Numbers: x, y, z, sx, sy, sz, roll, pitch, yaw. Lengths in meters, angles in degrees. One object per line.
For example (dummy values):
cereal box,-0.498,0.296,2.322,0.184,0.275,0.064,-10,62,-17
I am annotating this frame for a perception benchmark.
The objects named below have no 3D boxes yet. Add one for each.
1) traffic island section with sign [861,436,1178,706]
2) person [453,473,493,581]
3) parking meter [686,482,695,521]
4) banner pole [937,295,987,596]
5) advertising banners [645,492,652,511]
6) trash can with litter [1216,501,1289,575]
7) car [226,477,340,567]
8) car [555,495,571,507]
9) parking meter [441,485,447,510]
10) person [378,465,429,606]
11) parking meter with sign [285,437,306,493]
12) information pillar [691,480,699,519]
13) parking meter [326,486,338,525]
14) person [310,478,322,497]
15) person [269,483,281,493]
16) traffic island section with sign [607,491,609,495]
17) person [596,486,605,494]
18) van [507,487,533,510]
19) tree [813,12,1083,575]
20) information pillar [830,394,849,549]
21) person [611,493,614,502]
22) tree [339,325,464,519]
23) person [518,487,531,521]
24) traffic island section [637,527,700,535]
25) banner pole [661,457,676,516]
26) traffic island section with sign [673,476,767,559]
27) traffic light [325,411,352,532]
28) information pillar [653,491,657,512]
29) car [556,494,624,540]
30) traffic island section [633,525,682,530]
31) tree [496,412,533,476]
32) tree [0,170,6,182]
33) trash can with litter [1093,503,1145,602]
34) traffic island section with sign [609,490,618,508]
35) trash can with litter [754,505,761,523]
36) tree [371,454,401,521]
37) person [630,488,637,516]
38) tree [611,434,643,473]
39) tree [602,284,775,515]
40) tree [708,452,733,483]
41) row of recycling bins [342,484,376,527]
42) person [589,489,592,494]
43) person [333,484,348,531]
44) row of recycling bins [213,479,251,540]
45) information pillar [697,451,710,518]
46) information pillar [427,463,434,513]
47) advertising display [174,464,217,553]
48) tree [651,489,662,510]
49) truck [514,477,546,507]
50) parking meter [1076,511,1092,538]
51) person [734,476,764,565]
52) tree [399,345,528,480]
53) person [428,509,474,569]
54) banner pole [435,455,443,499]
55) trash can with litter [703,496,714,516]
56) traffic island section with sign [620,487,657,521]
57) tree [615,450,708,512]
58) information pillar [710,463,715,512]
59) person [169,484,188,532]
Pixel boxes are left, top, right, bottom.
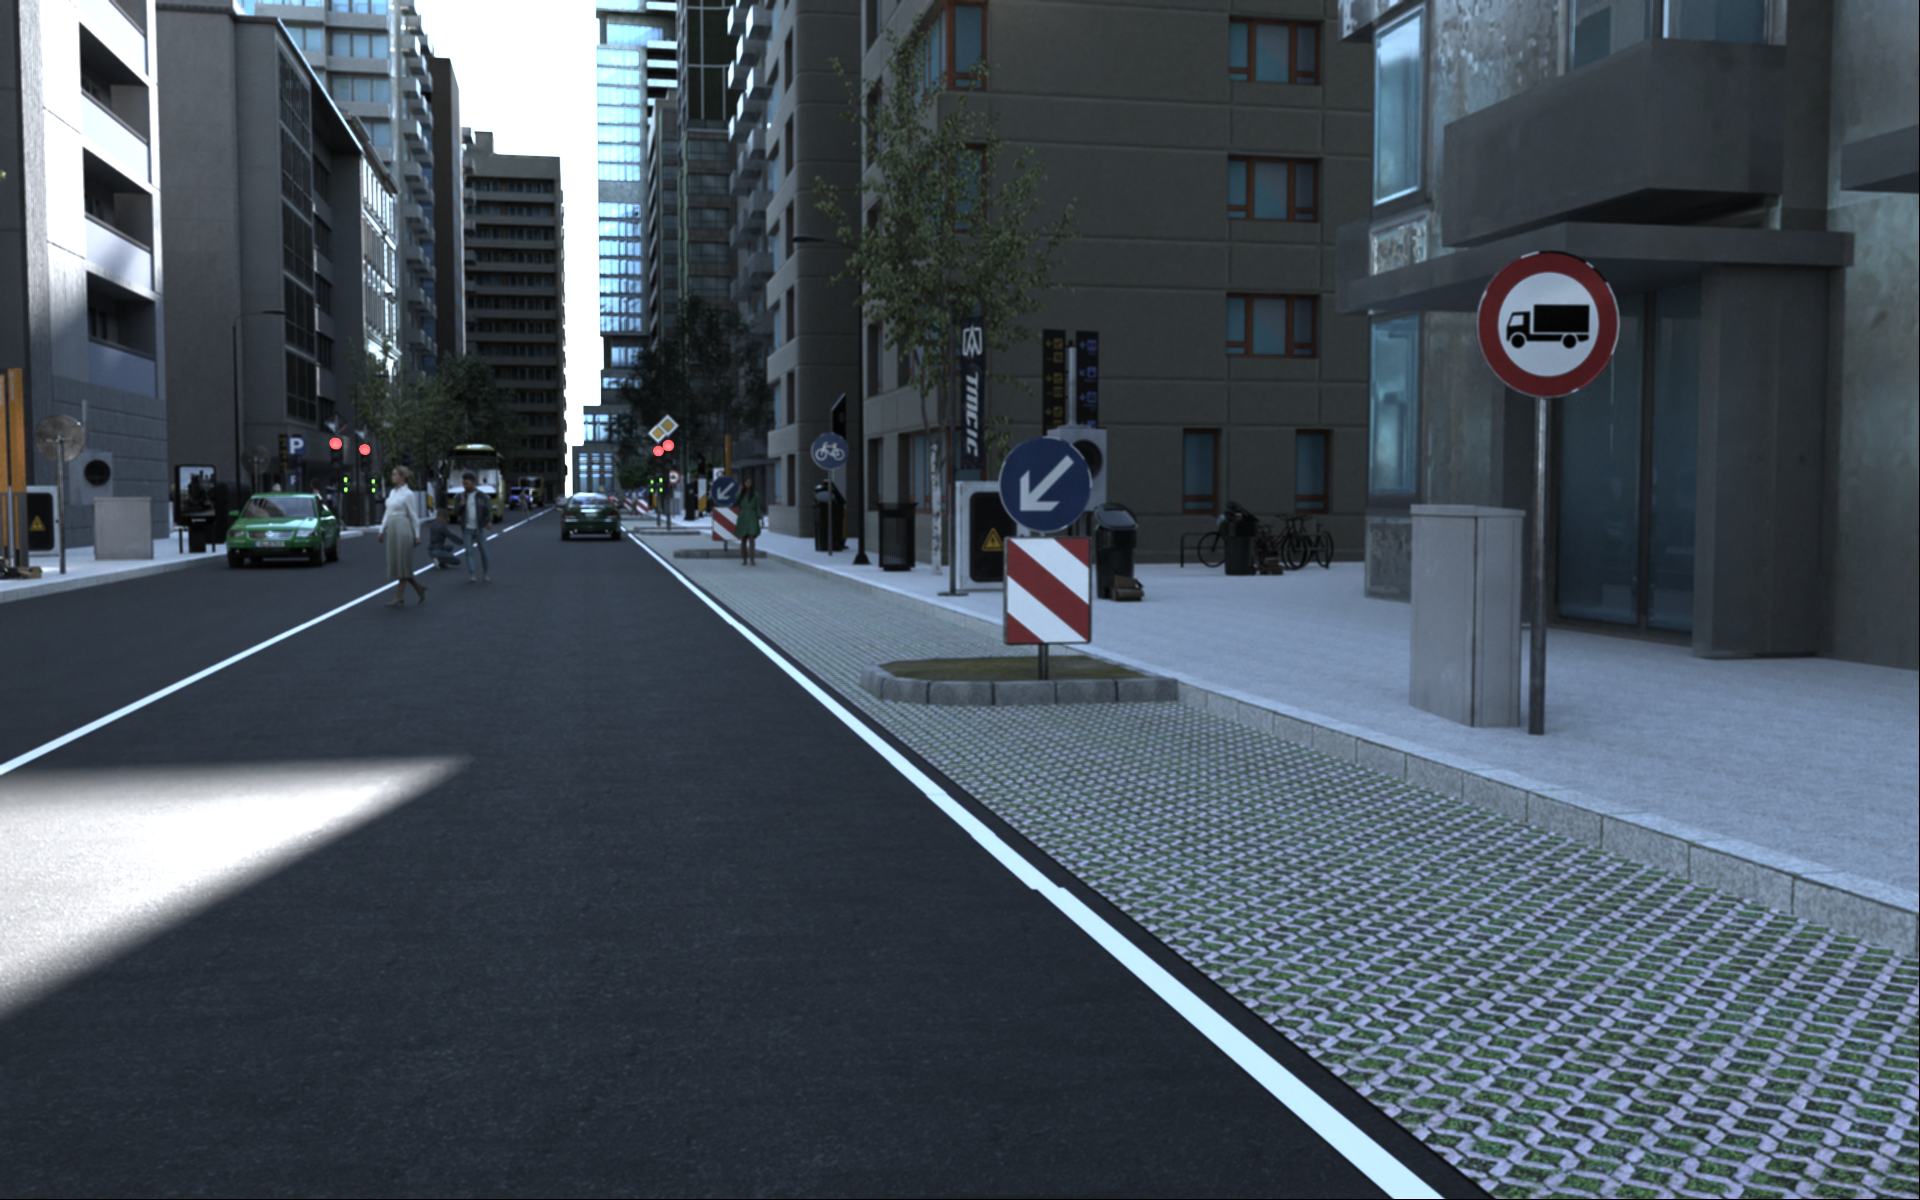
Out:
traffic island section with sign,0.324,-0.244,12.617,1.989,1.847,2.006,-1,4,-12
person,-8.004,-1.202,28.494,0.623,1.781,0.721,-1,4,-19
parking meter,-12.965,-4.743,83.264,0.399,1.863,0.255,-2,4,-23
banner pole,0.054,-1.936,21.667,0.401,3.779,0.863,-3,5,-39
advertising banners,-24.112,-8.481,134.849,0.090,3.025,2.074,-2,4,-34
trash can with litter,4.651,-0.986,27.515,1.055,1.170,0.624,-1,4,-12
car,-13.810,-1.630,35.443,1.959,1.807,4.718,-1,4,-14
car,-40.336,-10.060,176.848,2.083,1.381,4.827,-1,4,-14
parking meter,-32.359,-6.294,108.621,0.255,1.863,0.399,1,4,14
person,-7.158,-0.832,22.334,0.641,1.798,0.478,-3,5,-43
parking meter with sign,-20.637,-3.513,53.699,0.543,3.016,1.738,-2,4,-26
information pillar,-13.400,-5.083,87.606,0.304,2.012,0.304,-2,4,-25
parking meter,-20.925,-3.016,57.717,0.372,1.533,0.369,0,3,0
person,-16.204,-2.136,43.428,0.388,1.821,0.555,-2,4,-33
person,-23.784,-3.152,60.226,0.537,1.800,0.526,-1,4,-15
traffic island section with sign,-33.668,-9.768,168.331,1.989,1.847,2.006,-1,4,-12
person,-15.659,-4.091,75.573,0.537,1.800,0.526,1,4,13
van,-39.771,-9.320,156.773,2.240,2.365,5.245,-1,4,-12
tree,-0.320,-4.684,26.943,4.737,8.622,4.395,0,3,0
information pillar,-2.827,-2.997,40.348,0.183,3.616,0.504,3,4,36
person,-27.148,-7.594,135.257,0.503,1.515,0.523,2,4,32
tree,-25.201,-7.690,76.095,4.737,8.622,4.395,0,3,0
person,-23.022,-5.061,91.582,0.599,1.781,0.374,1,4,21
traffic island section,-10.253,-2.375,61.108,2.009,0.180,2.903,-1,4,-12
banner pole,-17.059,-6.828,101.658,0.863,3.779,0.401,0,4,7
traffic island section with sign,-5.454,-1.864,39.099,1.989,1.847,2.006,-1,4,-12
traffic light,-21.050,-4.264,58.630,0.839,4.253,0.868,-1,4,-12
information pillar,-21.355,-7.960,121.498,0.183,3.616,0.504,3,4,37
car,-11.748,-2.648,55.086,2.131,1.459,4.920,-1,4,-12
traffic island section,-11.956,-2.852,68.910,2.009,0.180,2.903,-1,4,-12
tree,-56.914,-17.712,215.353,9.928,11.665,9.643,0,3,0
tree,-13.153,-4.266,20.118,4.360,8.622,3.978,0,3,0
trash can with litter,2.003,-0.592,21.070,0.624,1.170,1.055,-1,4,-12
traffic island section with sign,-23.036,-6.791,119.657,1.989,1.847,2.006,-1,4,-12
trash can with litter,-8.819,-3.735,72.460,1.055,1.170,0.624,3,5,39
tree,-27.287,-5.375,82.486,1.663,3.219,1.824,0,3,0
person,-20.858,-6.240,110.747,0.641,1.798,0.478,3,4,36
tree,-40.081,-15.807,208.800,4.360,8.622,3.978,0,3,0
tree,-11.183,-8.761,77.649,7.601,10.594,8.767,0,4,1
tree,-18.455,-8.816,127.856,4.285,4.588,4.351,0,3,0
row of recycling bins,-24.006,-3.805,69.318,1.069,1.692,3.534,-1,4,-11
person,-29.682,-8.016,139.576,0.388,1.821,0.555,0,4,-4
person,-23.150,-3.404,64.252,0.767,1.812,0.694,0,4,3
row of recycling bins,-20.552,-2.533,48.522,1.069,1.692,3.534,-2,4,-29
information pillar,-13.977,-6.262,93.745,0.504,3.616,0.183,1,4,18
information pillar,-36.437,-7.823,119.267,0.504,3.616,0.183,-2,4,-27
advertising display,-16.664,-1.993,37.793,0.123,1.923,0.974,2,4,27
tree,-24.108,-8.805,138.560,1.663,3.219,1.824,0,3,0
truck,-48.046,-12.125,194.160,3.469,3.379,9.791,-1,4,-12
parking meter,2.110,-1.453,29.465,0.255,1.863,0.399,0,4,4
person,-4.231,-1.585,34.666,0.600,1.795,0.529,-1,4,-15
tree,-38.273,-13.247,133.598,9.611,12.733,9.660,0,3,0
person,-10.000,-1.199,33.598,0.738,1.151,1.012,-3,5,-41
banner pole,-33.166,-7.357,110.302,0.401,3.779,0.863,1,4,23
trash can with litter,-14.358,-5.435,99.920,1.678,1.210,2.233,-2,4,-29
traffic island section with sign,-17.200,-5.157,92.947,1.989,1.847,2.006,-1,4,-12
tree,-20.266,-8.136,116.734,4.285,4.588,4.351,0,3,0
information pillar,-17.974,-8.191,125.274,0.504,3.616,0.183,-3,4,-36
person,-28.242,-3.333,63.217,1.509,1.804,0.699,0,4,-7
